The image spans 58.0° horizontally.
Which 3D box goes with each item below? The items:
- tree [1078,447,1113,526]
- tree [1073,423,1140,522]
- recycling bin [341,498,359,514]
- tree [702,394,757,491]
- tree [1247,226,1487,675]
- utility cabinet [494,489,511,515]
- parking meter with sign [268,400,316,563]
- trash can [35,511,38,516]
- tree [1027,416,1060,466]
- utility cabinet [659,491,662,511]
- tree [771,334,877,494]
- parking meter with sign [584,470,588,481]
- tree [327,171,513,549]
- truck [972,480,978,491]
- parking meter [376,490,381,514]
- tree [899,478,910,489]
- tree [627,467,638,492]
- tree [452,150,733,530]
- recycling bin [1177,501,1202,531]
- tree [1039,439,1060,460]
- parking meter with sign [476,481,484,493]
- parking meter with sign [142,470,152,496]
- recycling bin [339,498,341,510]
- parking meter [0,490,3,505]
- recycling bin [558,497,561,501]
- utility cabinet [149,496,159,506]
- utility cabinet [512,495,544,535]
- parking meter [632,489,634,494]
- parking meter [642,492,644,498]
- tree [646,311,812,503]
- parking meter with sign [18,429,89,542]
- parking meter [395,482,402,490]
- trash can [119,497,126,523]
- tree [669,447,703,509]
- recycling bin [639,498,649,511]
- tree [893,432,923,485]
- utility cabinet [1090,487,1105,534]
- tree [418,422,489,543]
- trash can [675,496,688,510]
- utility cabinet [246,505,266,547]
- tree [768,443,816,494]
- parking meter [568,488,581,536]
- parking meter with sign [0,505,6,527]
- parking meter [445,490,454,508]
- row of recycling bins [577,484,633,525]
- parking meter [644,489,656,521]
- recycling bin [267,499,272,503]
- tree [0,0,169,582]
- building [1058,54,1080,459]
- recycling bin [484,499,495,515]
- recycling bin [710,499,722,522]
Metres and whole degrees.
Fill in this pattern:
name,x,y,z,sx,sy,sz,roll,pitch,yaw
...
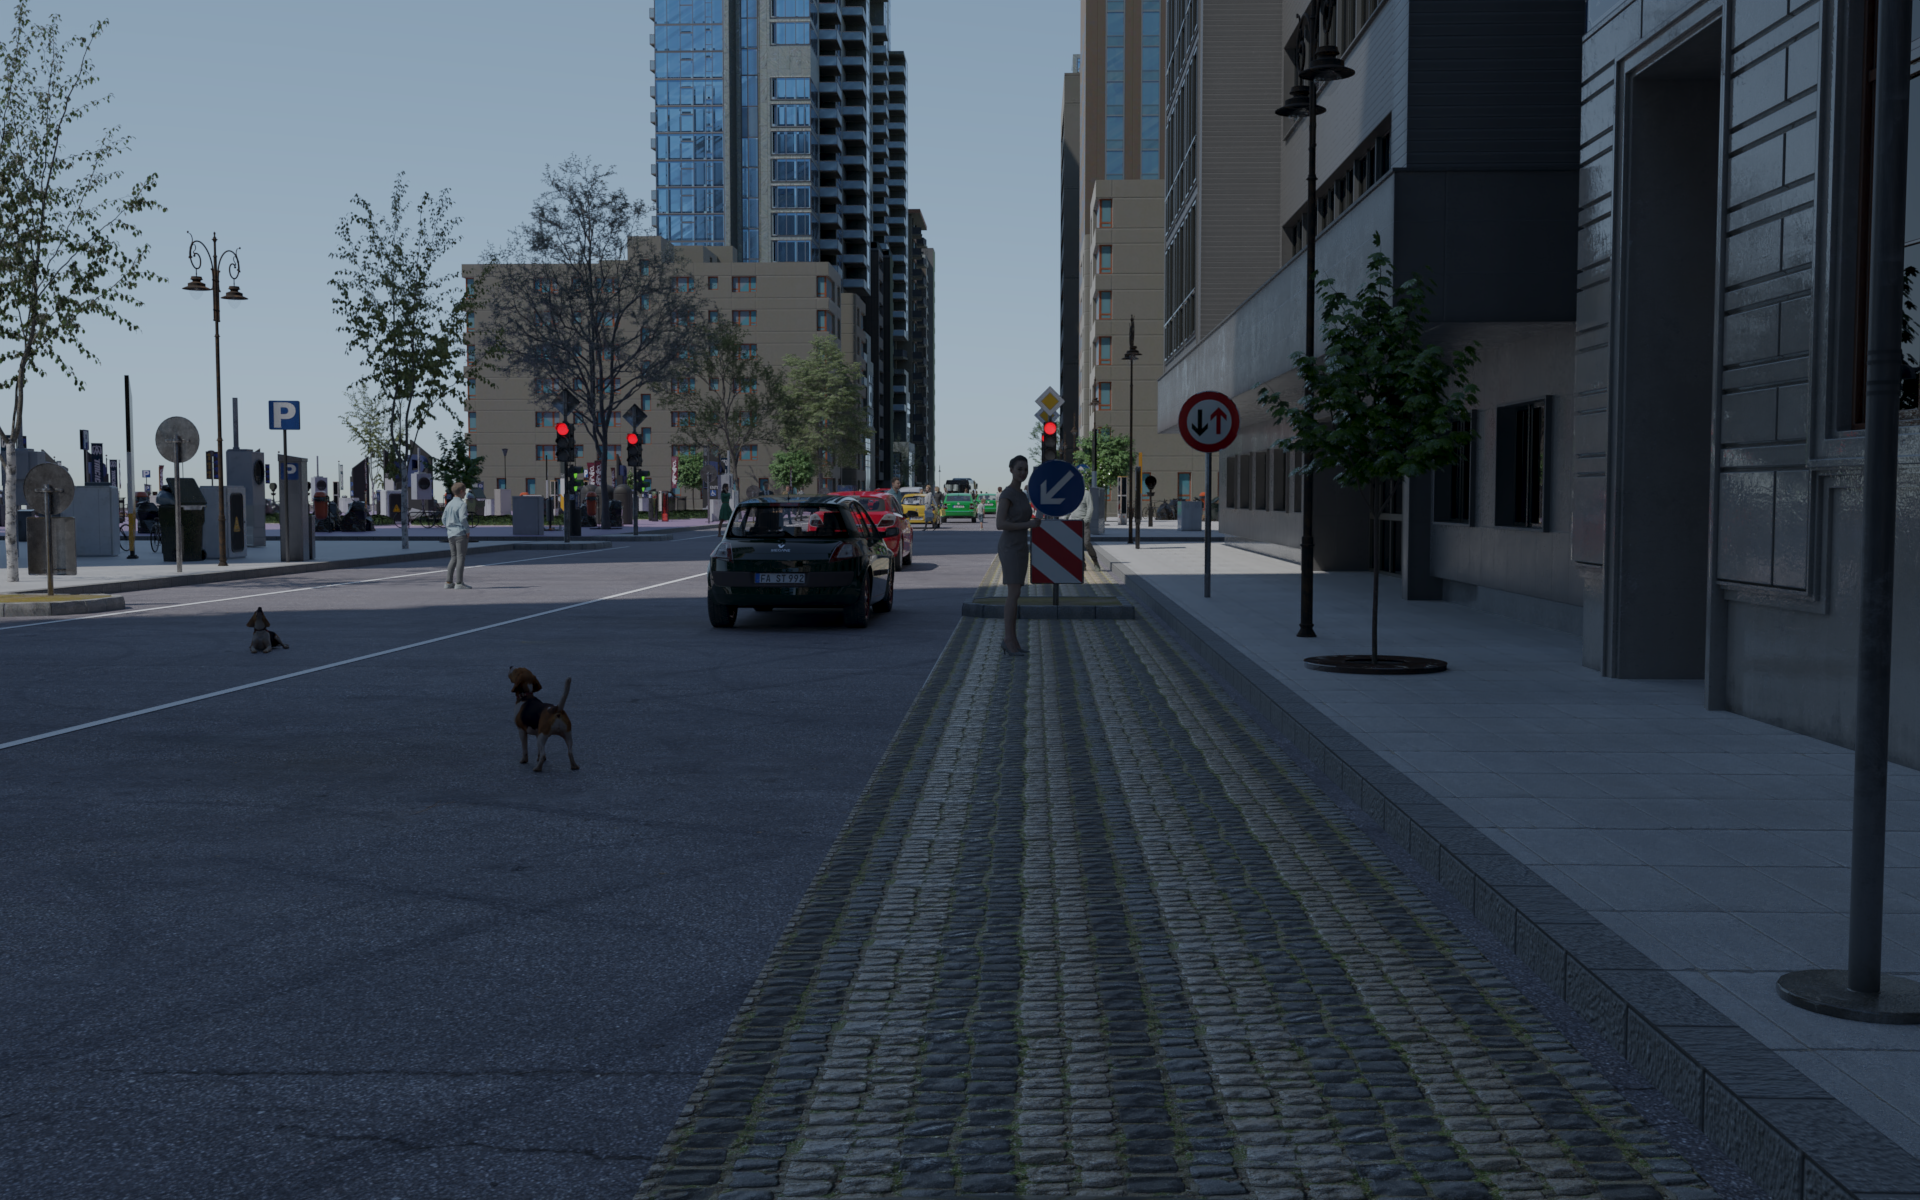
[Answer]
name,x,y,z,sx,sy,sz,roll,pitch,yaw
tree,5.646,-4.658,70.759,1.663,3.219,1.824,0,3,0
tree,6.713,-5.911,80.361,4.285,4.588,4.351,0,3,0
recycling bin,-39.676,-6.140,112.945,0.722,1.027,0.722,0,4,6
tree,-16.910,-10.794,126.847,4.360,8.622,3.978,0,3,0
tree,2.926,-1.105,12.670,1.663,3.219,1.824,0,3,0
utility cabinet,-20.456,-4.207,77.470,0.318,1.500,1.173,1,4,8
parking meter with sign,-12.725,-2.255,33.130,0.543,3.016,1.738,-1,4,-10
trash can,-52.942,-5.384,99.677,0.748,1.137,0.748,0,3,0
tree,12.309,-17.978,219.702,9.928,11.665,9.643,0,3,0
utility cabinet,-20.789,-6.928,121.947,0.318,1.500,1.173,-2,4,-34
tree,-9.774,-12.505,122.585,7.486,12.596,7.792,0,3,0
parking meter with sign,-25.961,-7.800,123.789,1.738,3.016,0.543,-3,5,-43
tree,-12.880,-5.520,40.612,4.737,8.622,4.395,0,3,0
truck,0.855,-15.017,241.459,3.469,3.379,9.791,0,4,2
parking meter,-34.143,-5.715,101.857,0.372,1.533,0.369,0,3,0
tree,-6.524,-12.630,201.094,1.663,3.219,1.824,0,3,0
tree,-23.363,-7.894,123.673,1.663,3.219,1.824,0,3,0
tree,-13.020,-9.315,62.669,12.009,13.543,11.850,0,3,0
recycling bin,7.978,-2.912,60.162,0.722,1.027,0.722,0,4,-5
tree,12.114,-16.032,212.486,4.737,8.622,4.395,0,3,0
parking meter with sign,-28.456,-6.482,102.247,0.543,3.016,1.738,-3,5,-41
parking meter with sign,-59.426,-7.985,126.810,0.543,3.016,1.738,-1,4,-18
recycling bin,-42.179,-6.503,118.877,0.722,1.027,0.722,3,4,38
parking meter,-55.314,-5.606,100.069,0.372,1.533,0.369,0,3,0
recycling bin,-29.490,-7.102,128.669,0.722,1.027,0.722,-2,4,-26
utility cabinet,-32.565,-3.635,70.597,1.020,1.237,0.306,2,4,30
utility cabinet,-13.567,-2.646,54.425,1.020,1.237,0.306,2,4,24
parking meter,-17.242,-5.087,91.585,0.372,1.533,0.369,0,3,0
parking meter,-20.262,-6.305,111.504,0.372,1.533,0.369,0,3,0
tree,-11.350,-9.366,87.549,8.767,10.594,7.601,-3,4,-38
parking meter with sign,-24.490,-3.088,46.750,1.738,3.016,0.543,-1,4,-11
parking meter,-24.845,-4.352,76.863,0.399,1.863,0.255,-1,4,-21
trash can,-36.930,-3.929,75.886,0.748,1.137,0.748,0,3,0
tree,-18.115,-8.195,117.704,4.285,4.588,4.351,0,3,0
recycling bin,-18.520,-5.444,101.562,0.722,1.027,0.722,-3,5,-40
tree,-6.655,-15.642,206.100,4.360,8.622,3.978,0,3,0
utility cabinet,4.368,-2.831,54.963,0.318,1.500,1.173,1,4,14
tree,-13.249,-3.141,45.962,1.663,3.219,1.824,0,3,0
trash can,-17.378,-5.898,108.088,0.748,1.137,0.748,0,3,0
utility cabinet,-17.229,-2.037,41.984,0.318,1.500,1.173,-3,5,-43
tree,-10.799,-7.837,111.840,4.285,4.588,4.351,0,3,0
parking meter,-11.760,-2.720,52.880,0.372,1.533,0.369,0,3,0
parking meter with sign,-37.918,-4.353,67.427,0.543,3.016,1.738,1,4,9
parking meter,-18.334,-3.299,62.348,0.372,1.533,0.369,0,3,0
row of recycling bins,-15.274,-4.056,73.432,3.534,1.692,1.069,2,4,34
parking meter,-14.666,-4.535,82.555,0.372,1.533,0.369,0,3,0
recycling bin,-38.710,-5.120,96.259,0.722,1.027,0.722,-3,4,-36
tree,-13.894,-4.586,25.336,4.360,8.622,3.978,0,3,0
building,24.834,-57.078,245.900,22.319,86.520,31.000,0,4,2
recycling bin,-23.040,-4.458,85.446,0.722,1.027,0.722,3,5,41
recycling bin,-11.342,-4.209,81.369,0.722,1.027,0.722,-1,4,-19
